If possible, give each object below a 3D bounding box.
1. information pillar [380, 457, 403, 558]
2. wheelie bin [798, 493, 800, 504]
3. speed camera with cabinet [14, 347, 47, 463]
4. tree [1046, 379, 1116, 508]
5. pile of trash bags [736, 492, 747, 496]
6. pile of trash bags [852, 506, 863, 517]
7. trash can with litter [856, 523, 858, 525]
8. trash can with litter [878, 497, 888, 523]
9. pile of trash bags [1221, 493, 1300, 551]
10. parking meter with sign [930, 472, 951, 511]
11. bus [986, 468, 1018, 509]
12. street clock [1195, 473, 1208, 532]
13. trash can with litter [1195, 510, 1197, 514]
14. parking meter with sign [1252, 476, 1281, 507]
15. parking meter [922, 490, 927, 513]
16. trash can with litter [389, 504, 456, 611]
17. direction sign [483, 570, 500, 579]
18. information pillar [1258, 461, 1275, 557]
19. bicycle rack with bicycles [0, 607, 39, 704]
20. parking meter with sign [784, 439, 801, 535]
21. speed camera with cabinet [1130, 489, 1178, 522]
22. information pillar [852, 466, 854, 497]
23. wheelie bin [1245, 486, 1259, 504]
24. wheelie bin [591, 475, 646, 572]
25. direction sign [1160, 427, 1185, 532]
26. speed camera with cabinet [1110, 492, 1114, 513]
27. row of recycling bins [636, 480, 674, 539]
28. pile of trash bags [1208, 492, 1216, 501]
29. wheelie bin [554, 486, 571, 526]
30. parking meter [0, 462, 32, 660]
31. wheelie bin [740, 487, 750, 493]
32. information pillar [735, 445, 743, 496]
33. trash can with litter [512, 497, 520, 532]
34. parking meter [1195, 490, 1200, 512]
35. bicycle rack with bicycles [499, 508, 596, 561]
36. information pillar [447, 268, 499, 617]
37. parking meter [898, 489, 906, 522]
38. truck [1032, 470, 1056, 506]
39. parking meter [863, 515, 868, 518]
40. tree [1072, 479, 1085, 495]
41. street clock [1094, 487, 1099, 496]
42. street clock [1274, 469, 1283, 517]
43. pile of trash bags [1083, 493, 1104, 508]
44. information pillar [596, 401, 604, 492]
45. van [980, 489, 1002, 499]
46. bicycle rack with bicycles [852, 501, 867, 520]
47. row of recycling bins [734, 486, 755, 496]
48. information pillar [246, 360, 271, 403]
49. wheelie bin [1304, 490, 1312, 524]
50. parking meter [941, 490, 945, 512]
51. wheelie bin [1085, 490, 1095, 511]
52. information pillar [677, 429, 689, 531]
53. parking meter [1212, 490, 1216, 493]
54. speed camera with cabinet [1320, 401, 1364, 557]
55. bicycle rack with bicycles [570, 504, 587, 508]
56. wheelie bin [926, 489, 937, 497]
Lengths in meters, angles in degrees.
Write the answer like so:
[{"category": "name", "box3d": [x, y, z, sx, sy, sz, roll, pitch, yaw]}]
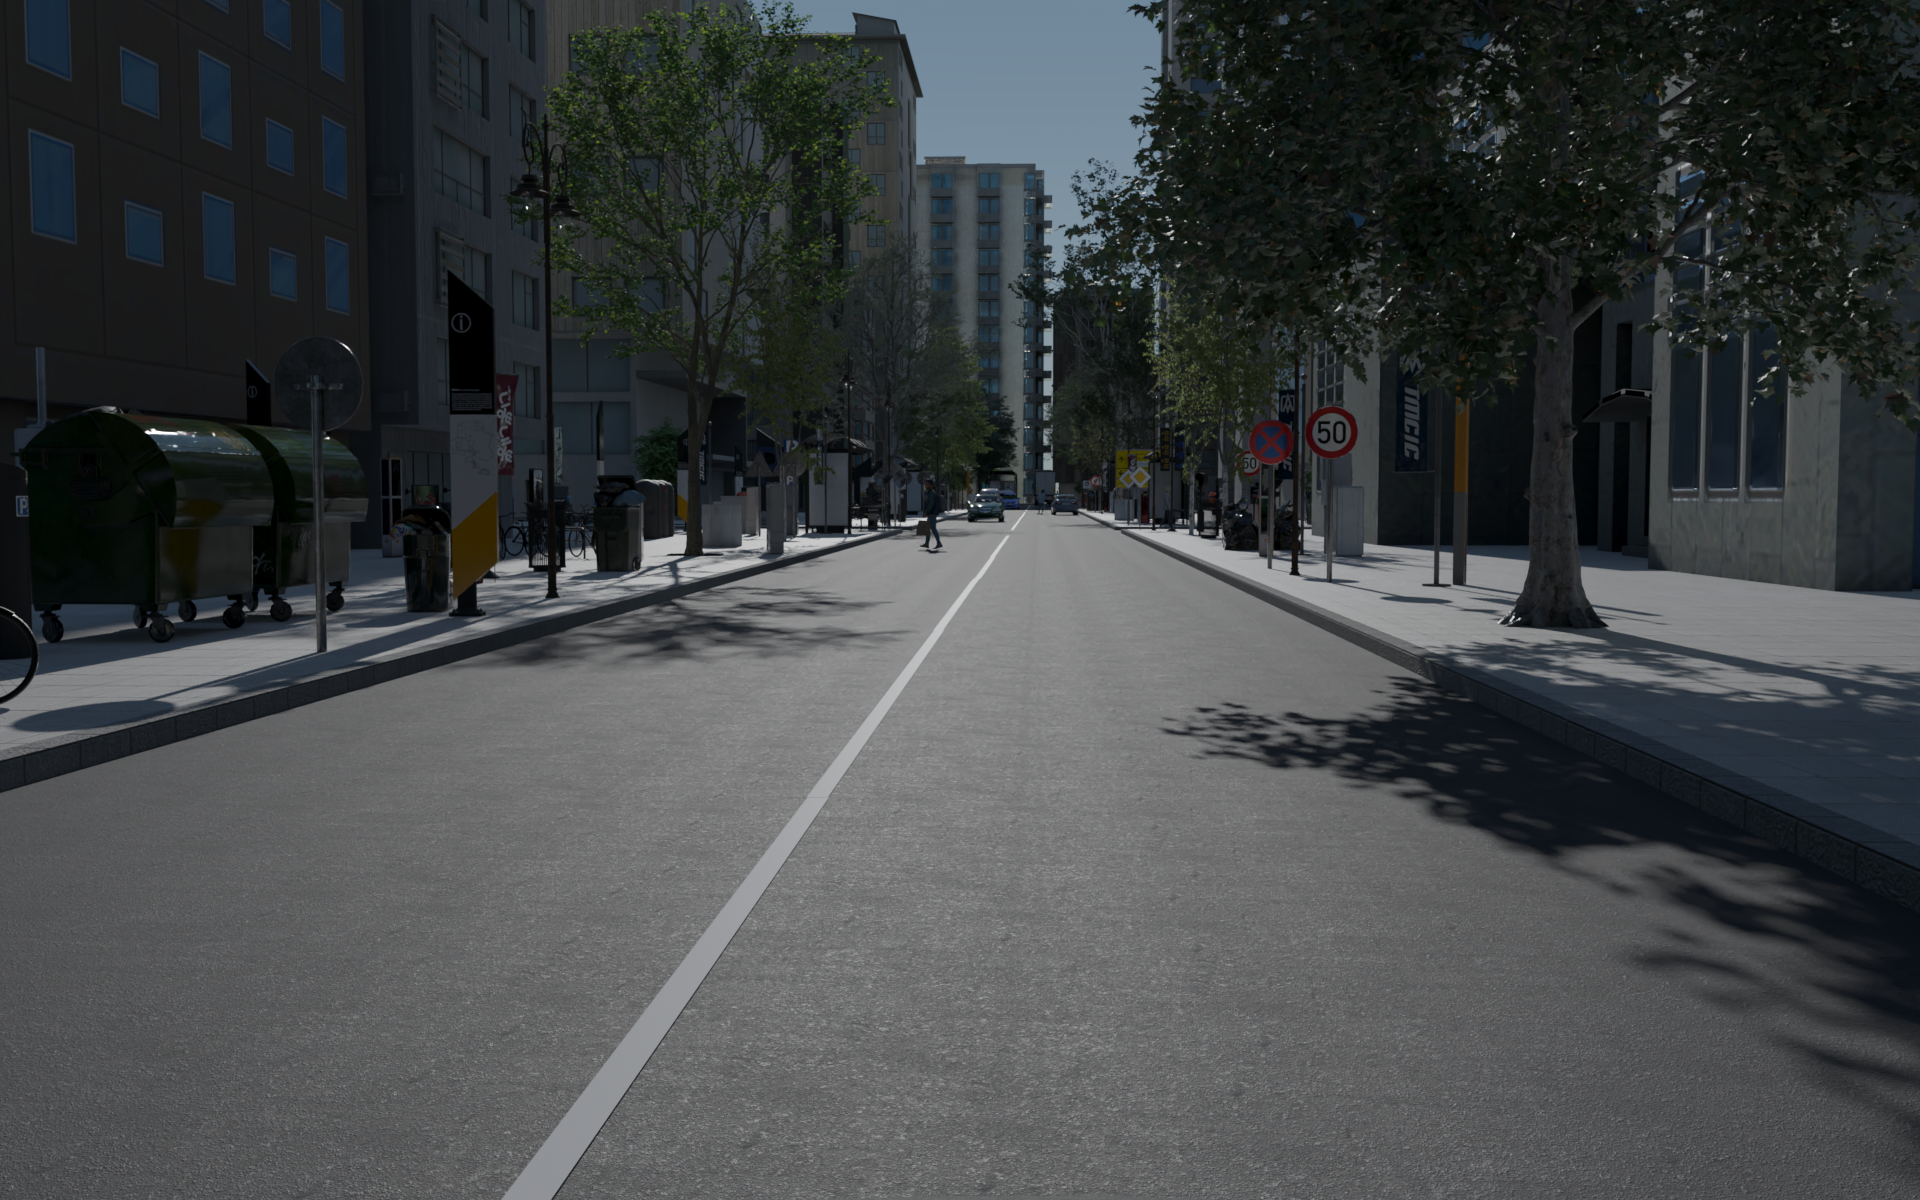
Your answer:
[{"category": "information pillar", "box3d": [-11.455, -1.861, 34.919, 0.304, 2.012, 0.304, 2, 4, 33]}, {"category": "wheelie bin", "box3d": [-8.658, -4.956, 88.936, 0.980, 1.594, 0.693, 3, 4, 37]}, {"category": "speed camera with cabinet", "box3d": [-12.857, -1.746, 22.880, 2.038, 3.252, 0.660, -2, 4, -33]}, {"category": "tree", "box3d": [11.337, -14.077, 155.918, 9.928, 11.665, 9.643, 0, 3, 0]}, {"category": "pile of trash bags", "box3d": [-8.578, -3.964, 74.556, 1.912, 1.369, 3.447, -3, 5, -43]}, {"category": "pile of trash bags", "box3d": [-6.414, -5.270, 95.910, 3.447, 1.369, 1.912, 1, 4, 18]}, {"category": "trash can with litter", "box3d": [-5.102, -3.724, 71.951, 1.678, 1.210, 2.233, 0, 4, 7]}, {"category": "trash can with litter", "box3d": [-3.587, -4.033, 77.333, 1.055, 1.170, 0.624, 0, 4, 3]}, {"category": "pile of trash bags", "box3d": [7.139, -1.902, 40.850, 1.912, 1.369, 3.447, 1, 4, 11]}, {"category": "parking meter with sign", "box3d": [-1.622, -8.679, 138.163, 1.738, 3.016, 0.543, 0, 4, 7]}, {"category": "bus", "box3d": [4.140, -10.635, 165.435, 2.896, 3.916, 12.252, 0, 4, 3]}, {"category": "street clock", "box3d": [8.232, -3.345, 59.260, 0.358, 2.002, 0.471, -3, 5, -43]}, {"category": "trash can with litter", "box3d": [14.738, -6.269, 113.563, 2.233, 1.210, 1.678, 0, 4, 4]}, {"category": "parking meter with sign", "box3d": [13.033, -4.818, 75.038, 1.738, 3.016, 0.543, 1, 4, 18]}, {"category": "parking meter", "box3d": [-2.702, -7.558, 131.983, 0.372, 1.533, 0.369, 0, 3, 0]}, {"category": "trash can with litter", "box3d": [-5.904, -0.475, 19.147, 0.624, 1.170, 1.055, -1, 4, -8]}, {"category": "direction sign", "box3d": [-7.210, -2.098, 26.303, 0.379, 3.537, 0.876, 0, 4, 4]}, {"category": "information pillar", "box3d": [6.285, -1.897, 35.515, 0.304, 2.012, 0.304, 1, 4, 9]}, {"category": "bicycle rack with bicycles", "box3d": [-7.042, 0.185, 10.351, 2.925, 0.926, 2.852, 0, 4, -8]}, {"category": "parking meter with sign", "box3d": [-5.332, -3.558, 54.430, 0.543, 3.016, 1.738, 0, 4, -1]}, {"category": "speed camera with cabinet", "box3d": [9.054, -5.244, 80.078, 2.038, 3.252, 0.660, 0, 4, -3]}, {"category": "information pillar", "box3d": [-8.364, -8.802, 135.263, 0.504, 3.616, 0.183, -2, 4, -26]}, {"category": "wheelie bin", "box3d": [11.972, -3.777, 69.655, 0.980, 1.594, 0.693, -1, 4, -11]}, {"category": "wheelie bin", "box3d": [-5.680, -1.275, 28.758, 0.980, 1.594, 0.693, 1, 4, 10]}, {"category": "direction sign", "box3d": [7.216, -4.093, 58.919, 0.876, 3.537, 0.379, 2, 4, 30]}, {"category": "speed camera with cabinet", "box3d": [11.046, -7.403, 115.379, 2.038, 3.252, 0.660, 0, 4, -4]}, {"category": "row of recycling bins", "box3d": [-9.062, -2.673, 50.813, 1.069, 1.692, 3.534, 0, 4, -1]}, {"category": "pile of trash bags", "box3d": [15.599, -5.439, 98.672, 3.447, 1.369, 1.912, -2, 4, -29]}, {"category": "wheelie bin", "box3d": [-16.235, -3.819, 70.342, 0.980, 1.594, 0.693, 0, 4, 1]}, {"category": "parking meter", "box3d": [-7.462, -0.312, 13.506, 0.372, 1.533, 0.369, 0, 3, 0]}, {"category": "wheelie bin", "box3d": [-9.859, -4.452, 80.697, 0.980, 1.594, 0.693, 1, 4, 11]}, {"category": "information pillar", "box3d": [-10.610, -5.606, 83.006, 0.183, 3.616, 0.504, 3, 4, 37]}, {"category": "trash can with litter", "box3d": [-15.845, -2.880, 58.143, 2.233, 1.210, 1.678, 0, 4, 7]}, {"category": "parking meter", "box3d": [15.866, -6.548, 115.466, 0.372, 1.533, 0.369, 0, 3, 0]}, {"category": "bicycle rack with bicycles", "box3d": [-8.656, -1.303, 34.693, 2.852, 0.926, 2.925, -2, 4, -35]}, {"category": "information pillar", "box3d": [-5.097, -1.636, 18.105, 0.504, 3.616, 0.183, 0, 4, -1]}, {"category": "parking meter", "box3d": [-2.708, -4.421, 80.701, 0.372, 1.533, 0.369, 0, 3, 0]}, {"category": "truck", "box3d": [10.200, -13.473, 209.191, 2.839, 4.237, 11.283, 0, 4, 2]}, {"category": "parking meter", "box3d": [-5.045, -5.202, 93.462, 0.372, 1.533, 0.369, 0, 3, 0]}, {"category": "tree", "box3d": [15.344, -13.875, 221.450, 1.663, 3.219, 1.824, 0, 3, 0]}, {"category": "street clock", "box3d": [11.359, -8.538, 144.167, 0.358, 2.002, 0.471, -2, 4, -31]}, {"category": "street clock", "box3d": [9.277, -2.845, 51.094, 0.471, 2.002, 0.358, -1, 4, -15]}, {"category": "pile of trash bags", "box3d": [11.091, -8.012, 140.753, 1.912, 1.369, 3.447, -2, 4, -31]}, {"category": "information pillar", "box3d": [-8.977, -3.175, 43.258, 0.183, 3.616, 0.504, 0, 3, 0]}, {"category": "van", "box3d": [2.225, -7.573, 130.823, 2.013, 2.044, 4.112, 0, 4, 4]}, {"category": "bicycle rack with bicycles", "box3d": [-5.518, -4.438, 85.940, 2.925, 0.926, 2.852, 1, 4, 17]}, {"category": "row of recycling bins", "box3d": [-14.055, -6.282, 109.821, 3.534, 1.692, 1.069, 1, 4, 14]}, {"category": "information pillar", "box3d": [-12.212, -2.376, 30.199, 0.504, 3.616, 0.183, 1, 4, 22]}, {"category": "wheelie bin", "box3d": [15.261, -4.087, 74.735, 0.980, 1.594, 0.693, 1, 4, 9]}, {"category": "parking meter", "box3d": [-1.249, -6.956, 122.148, 0.372, 1.533, 0.369, 0, 3, 0]}, {"category": "wheelie bin", "box3d": [10.014, -7.625, 132.569, 0.693, 1.594, 0.980, -2, 4, -33]}, {"category": "information pillar", "box3d": [-9.475, -4.176, 59.639, 0.504, 3.616, 0.183, 0, 4, 1]}, {"category": "parking meter", "box3d": [15.530, -5.935, 105.444, 0.372, 1.533, 0.369, 0, 3, 0]}, {"category": "speed camera with cabinet", "box3d": [8.015, -2.567, 36.302, 0.660, 3.252, 2.038, 0, 4, 2]}, {"category": "bicycle rack with bicycles", "box3d": [-13.055, -2.809, 59.317, 2.925, 0.926, 2.852, 0, 4, 5]}, {"category": "wheelie bin", "box3d": [-1.865, -6.570, 115.320, 0.980, 1.594, 0.693, -3, 5, -45]}]
